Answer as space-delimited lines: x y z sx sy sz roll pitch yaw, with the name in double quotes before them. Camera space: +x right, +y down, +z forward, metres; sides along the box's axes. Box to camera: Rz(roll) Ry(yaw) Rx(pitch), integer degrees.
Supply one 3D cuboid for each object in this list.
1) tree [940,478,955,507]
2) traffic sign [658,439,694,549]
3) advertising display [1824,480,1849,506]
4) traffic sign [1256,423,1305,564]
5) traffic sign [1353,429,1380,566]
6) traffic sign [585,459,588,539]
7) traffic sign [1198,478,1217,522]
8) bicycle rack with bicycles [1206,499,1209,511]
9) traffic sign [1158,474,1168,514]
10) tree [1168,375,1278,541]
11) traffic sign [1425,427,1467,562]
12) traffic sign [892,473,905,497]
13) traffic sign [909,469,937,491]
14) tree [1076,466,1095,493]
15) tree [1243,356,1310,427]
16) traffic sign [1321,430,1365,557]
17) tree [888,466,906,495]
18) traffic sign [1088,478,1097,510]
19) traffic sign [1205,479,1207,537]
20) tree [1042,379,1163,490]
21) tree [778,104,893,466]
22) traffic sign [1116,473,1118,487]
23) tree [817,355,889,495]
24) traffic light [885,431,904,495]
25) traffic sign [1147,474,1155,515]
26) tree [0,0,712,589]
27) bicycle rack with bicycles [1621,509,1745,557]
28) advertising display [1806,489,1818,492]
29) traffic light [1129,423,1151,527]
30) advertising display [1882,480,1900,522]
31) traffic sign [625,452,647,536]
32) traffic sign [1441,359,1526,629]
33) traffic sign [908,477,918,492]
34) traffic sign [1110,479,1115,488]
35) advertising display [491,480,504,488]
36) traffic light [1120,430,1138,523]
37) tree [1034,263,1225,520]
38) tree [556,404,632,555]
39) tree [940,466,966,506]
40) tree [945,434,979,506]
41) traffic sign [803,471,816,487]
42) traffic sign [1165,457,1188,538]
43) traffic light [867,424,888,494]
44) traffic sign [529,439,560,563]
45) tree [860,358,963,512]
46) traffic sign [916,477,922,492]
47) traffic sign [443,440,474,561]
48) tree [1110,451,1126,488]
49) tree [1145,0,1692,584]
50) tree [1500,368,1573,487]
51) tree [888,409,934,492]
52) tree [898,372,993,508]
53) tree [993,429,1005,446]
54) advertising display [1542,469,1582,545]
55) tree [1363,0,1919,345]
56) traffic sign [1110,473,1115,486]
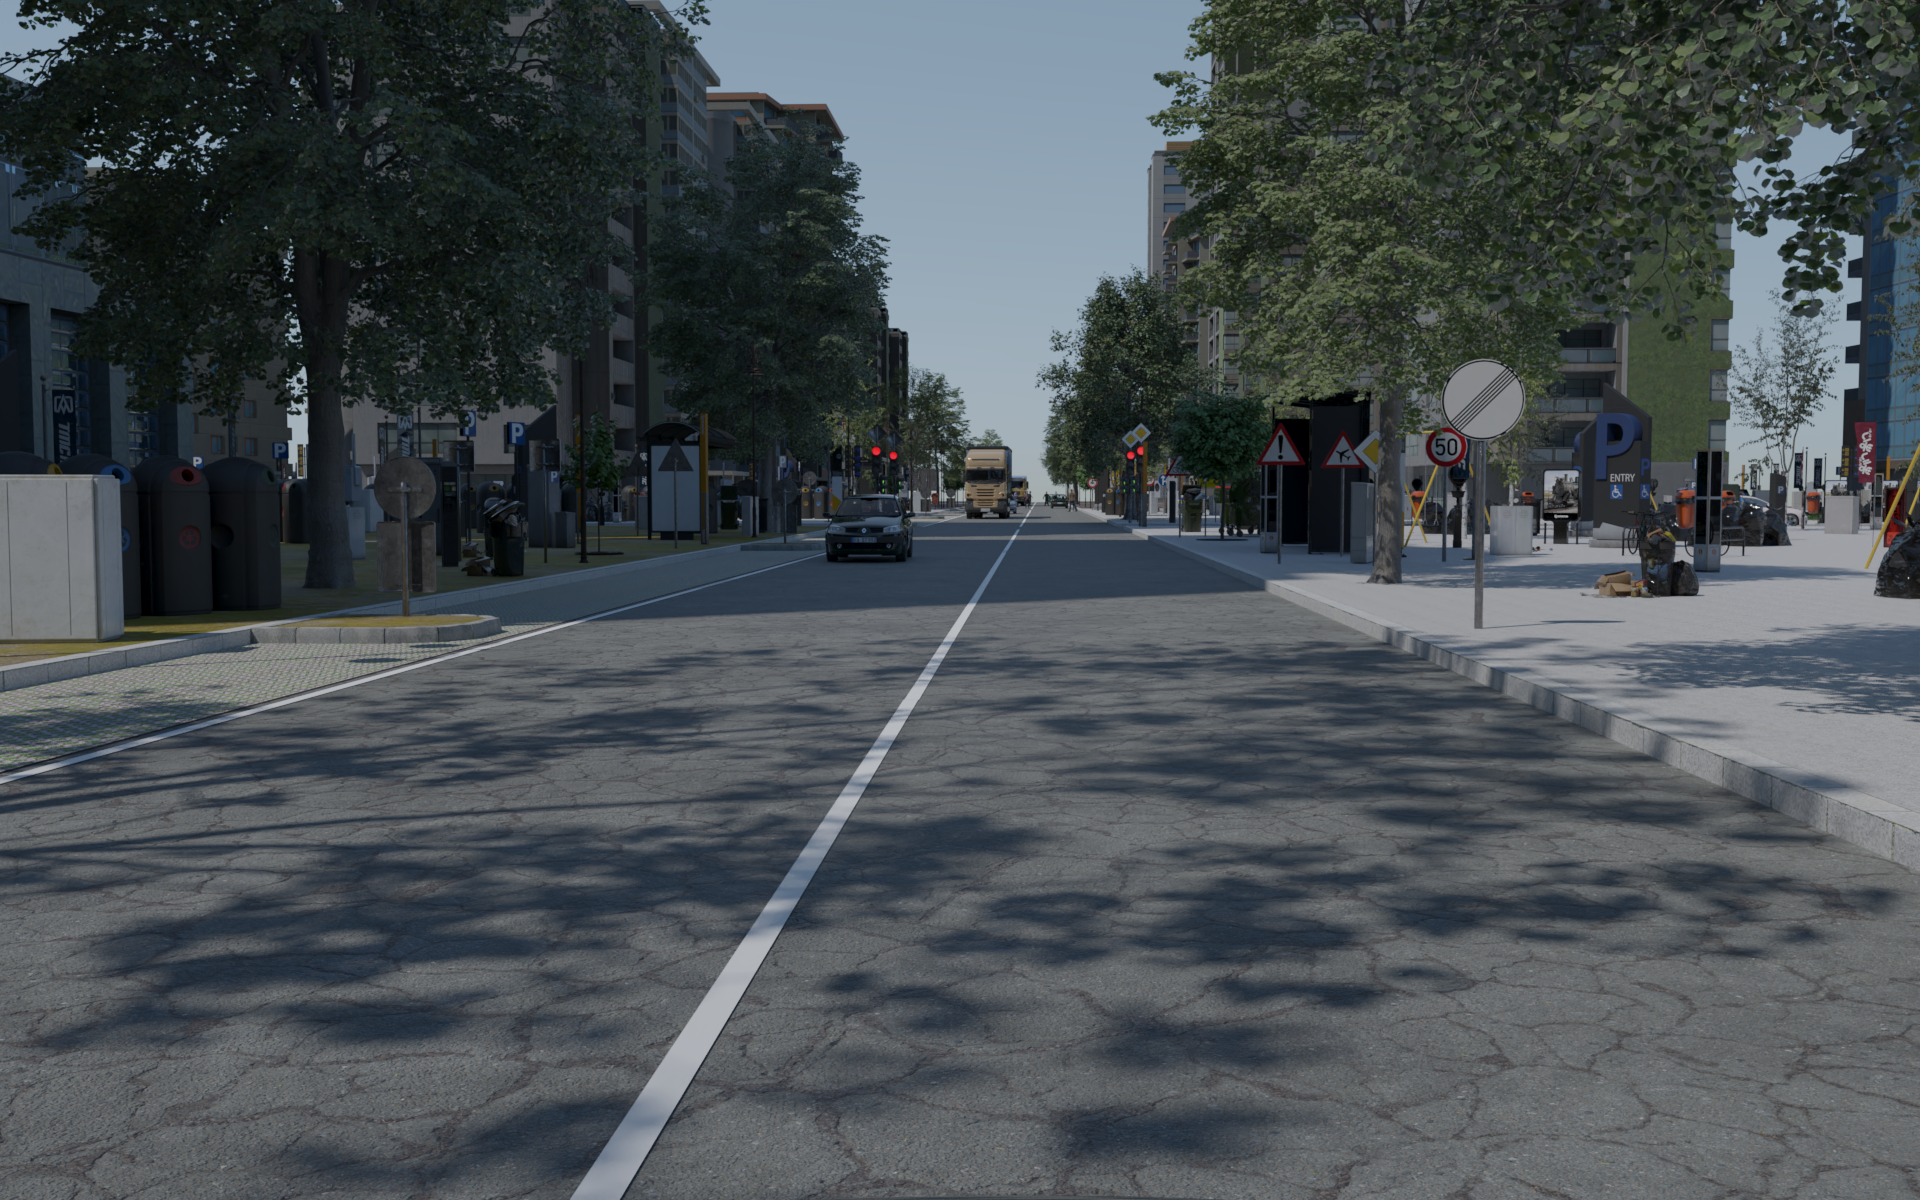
"tree" -1.121 -11.161 177.081 1.663 3.219 1.824 0 3 0
"traffic sign" -6.678 -2.487 40.669 0.884 2.594 0.081 1 4 10
"advertising display" 40.046 -4.523 79.158 0.974 1.923 0.123 3 5 44
"traffic sign" 5.863 -1.940 31.728 0.884 2.594 0.081 1 4 9
"traffic sign" 7.366 -1.808 30.754 0.795 2.450 0.064 0 4 5
"traffic sign" -10.746 -3.025 49.560 0.768 2.556 0.104 1 4 12
"traffic sign" 11.868 -5.153 78.120 2.265 3.308 0.079 1 4 10
"bicycle rack with bicycles" 18.273 -6.499 119.639 2.852 0.926 2.925 -1 4 -16
"traffic sign" 13.082 -6.786 111.060 0.768 2.556 0.104 1 4 10
"tree" 7.234 -3.925 47.884 4.285 4.588 4.351 0 3 0
"traffic sign" 9.189 -2.000 32.798 0.768 2.556 0.104 1 4 9
"traffic sign" -3.731 -6.387 104.540 0.768 2.556 0.104 0 4 7
"traffic sign" -3.018 -8.956 140.311 2.265 3.308 0.079 1 4 9
"tree" 11.996 -10.634 157.585 4.285 4.588 4.351 0 3 0
"tree" 16.459 -8.534 89.894 4.737 8.622 4.395 0 3 0
"traffic sign" 7.804 -2.162 35.355 0.884 2.594 0.081 0 4 5
"tree" -4.387 -6.882 107.115 1.663 3.219 1.824 0 3 0
"traffic sign" 10.451 -8.352 136.666 0.768 2.556 0.104 1 4 11
"traffic sign" 7.373 -3.108 51.998 0.795 2.450 0.064 1 4 10
"tree" 10.710 -11.399 120.793 7.601 10.594 8.767 2 4 24
"tree" -6.659 -9.281 58.398 9.857 13.997 8.962 0 3 0
"traffic sign" 14.034 -9.209 144.444 2.265 3.308 0.079 0 4 4
"tree" -5.373 -8.341 86.742 4.737 8.622 4.395 0 3 0
"traffic light" -2.910 -5.377 76.834 0.839 4.253 0.868 0 4 3
"traffic sign" 11.787 -6.592 107.893 0.768 2.556 0.104 0 4 6
"tree" -8.563 -7.143 23.437 9.857 13.997 8.962 0 3 0
"bicycle rack with bicycles" 14.810 -1.379 35.922 2.925 0.926 2.852 -3 5 -43
"advertising display" 71.904 -8.632 146.340 0.974 1.923 0.123 2 4 35
"traffic light" 7.118 -4.860 68.390 0.839 4.253 0.868 0 4 3
"advertising display" 42.256 -4.507 78.911 0.123 1.923 0.974 -3 4 -38
"traffic sign" -9.897 -3.250 53.140 0.884 2.594 0.081 1 4 11
"traffic sign" 4.941 -0.998 16.429 0.768 2.556 0.104 1 4 12
"traffic sign" -3.486 -7.864 128.678 0.768 2.556 0.104 1 4 11
"traffic sign" 12.909 -9.094 148.694 0.884 2.594 0.081 0 4 5
"advertising display" -21.608 -4.632 80.948 0.123 1.923 0.974 1 4 17
"traffic light" 7.491 -5.348 76.366 0.839 4.253 0.868 0 4 3
"tree" 8.534 -10.363 86.444 9.611 12.733 9.660 0 3 0
"tree" -7.593 -2.580 36.789 1.663 3.219 1.824 0 3 0
"tree" -0.567 -12.106 181.639 4.285 4.588 4.351 0 3 0
"tree" -0.032 -14.455 186.698 4.737 8.622 4.395 0 3 0
"traffic sign" -8.416 -5.923 96.939 0.768 2.556 0.104 0 4 4
"traffic sign" 6.492 -3.124 51.079 0.884 2.594 0.081 1 4 11
"traffic light" -3.283 -4.889 68.858 0.839 4.253 0.868 0 4 3
"traffic sign" -7.703 -1.836 32.149 0.606 2.300 0.079 1 4 10
"tree" -3.575 -11.341 119.830 8.767 10.594 7.601 2 4 34
"traffic sign" -3.360 -8.182 133.777 0.884 2.594 0.081 1 4 8
"traffic sign" -9.538 -1.887 32.977 0.606 2.300 0.079 0 4 5
"tree" 11.543 -10.881 128.271 4.737 8.622 4.395 0 3 0
"tree" 6.362 -6.537 25.008 7.486 12.596 7.792 0 3 0
"tree" 27.310 -8.194 84.333 4.360 8.622 3.978 0 3 0
"tree" -3.527 -11.388 136.558 4.360 8.622 3.978 0 3 0
"tree" -2.466 -14.896 161.682 7.486 12.596 7.792 0 3 0
"tree" 5.221 -23.411 300.890 7.486 12.596 7.792 0 3 0
"advertising display" 15.385 -2.390 44.294 0.974 1.923 0.123 3 5 43
"tree" 6.125 -6.279 9.319 9.857 13.997 8.962 0 3 0
"traffic sign" 13.413 -9.625 151.249 2.265 3.308 0.079 0 4 3
